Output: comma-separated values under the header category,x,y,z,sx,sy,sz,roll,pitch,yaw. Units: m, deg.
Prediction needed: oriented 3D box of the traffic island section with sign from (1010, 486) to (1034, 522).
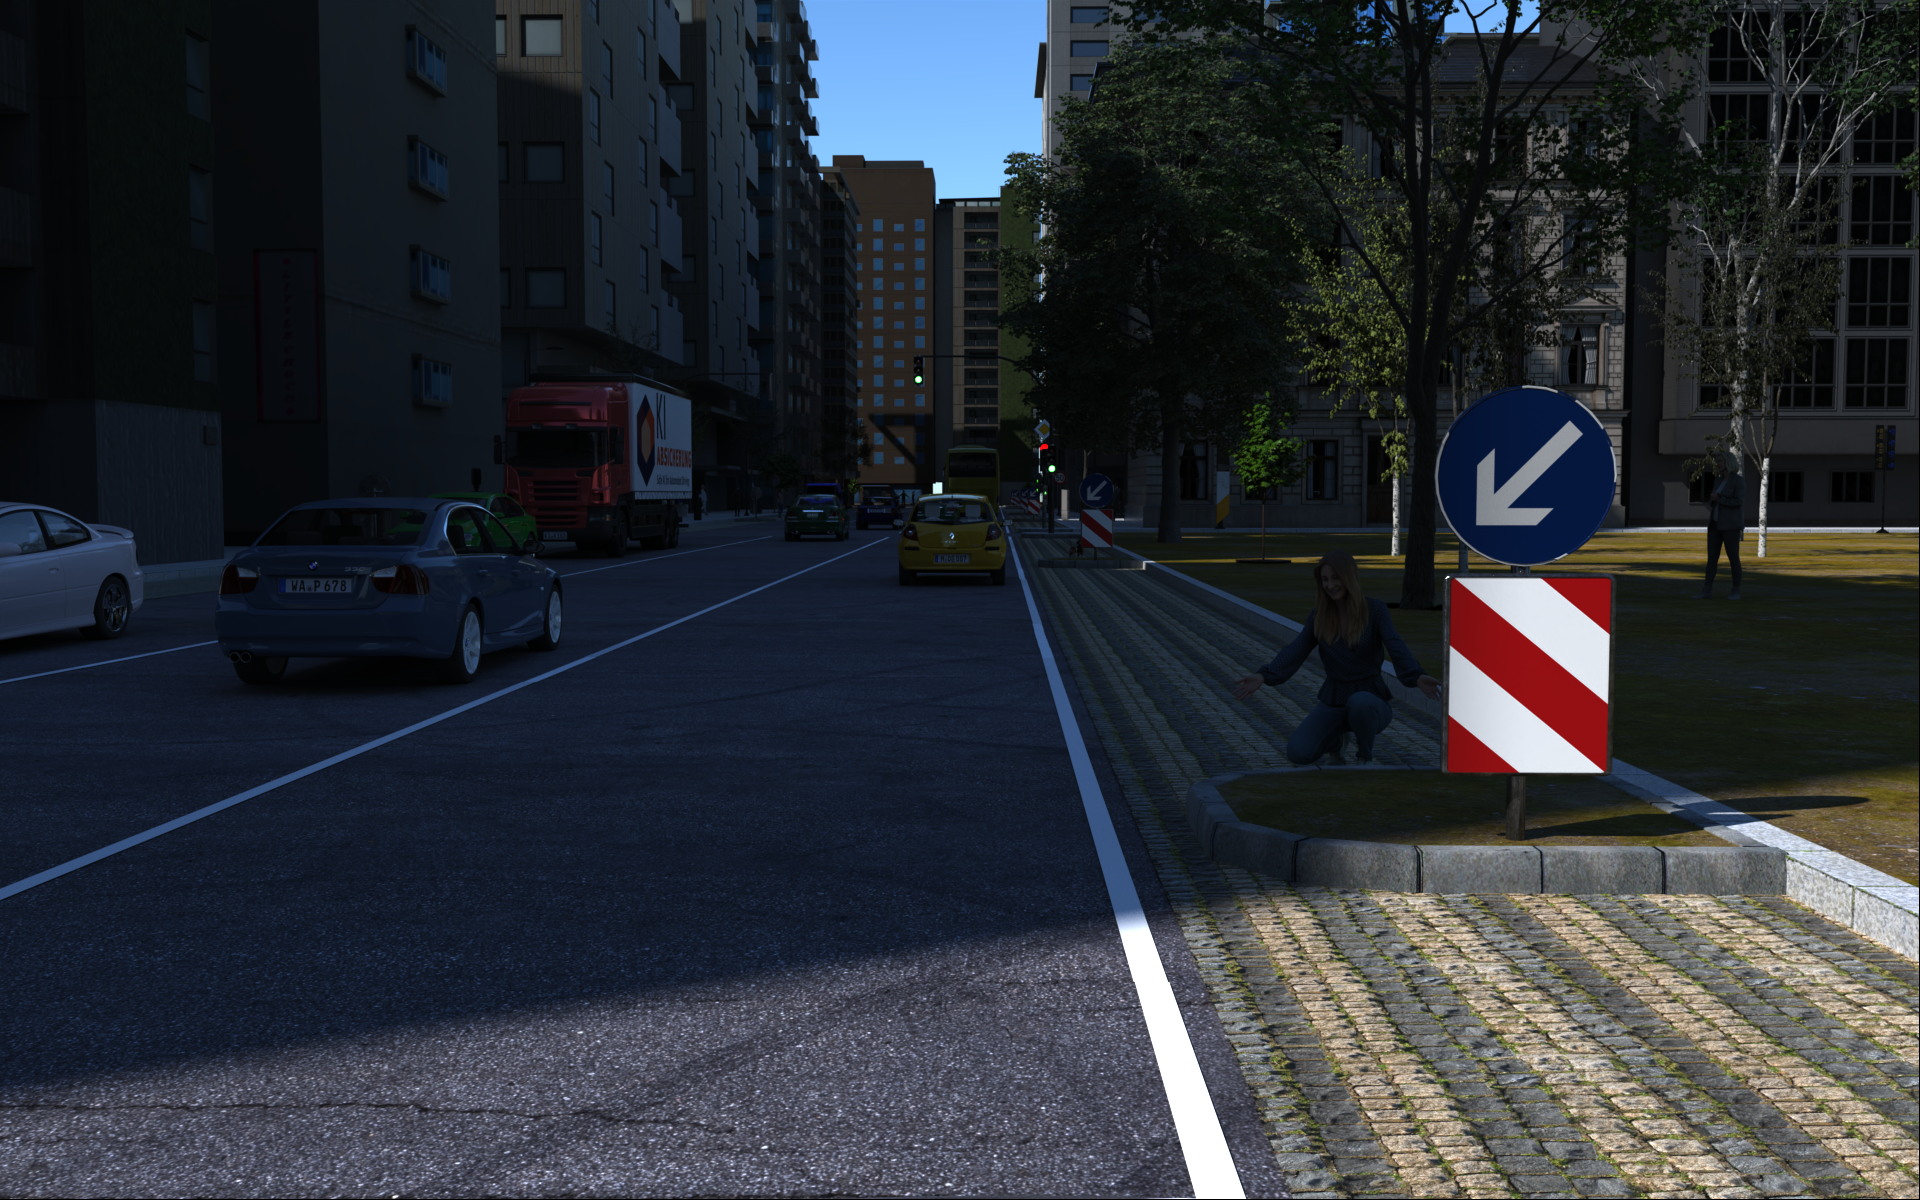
category,x,y,z,sx,sy,sz,roll,pitch,yaw
traffic island section with sign,3.700,-4.959,89.703,1.989,1.847,2.006,0,4,1

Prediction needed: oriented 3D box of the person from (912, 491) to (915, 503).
category,x,y,z,sx,sy,sz,roll,pitch,yaw
person,-4.661,-9.829,170.001,0.445,1.727,0.742,-2,4,-30

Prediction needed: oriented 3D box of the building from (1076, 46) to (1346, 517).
category,x,y,z,sx,sy,sz,roll,pitch,yaw
building,14.594,-18.911,102.698,14.314,27.812,24.014,0,4,1

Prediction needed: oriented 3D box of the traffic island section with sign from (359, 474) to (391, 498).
category,x,y,z,sx,sy,sz,roll,pitch,yaw
traffic island section with sign,-11.770,-1.575,34.385,1.989,1.847,2.006,0,4,1

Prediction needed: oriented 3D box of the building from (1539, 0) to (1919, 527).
category,x,y,z,sx,sy,sz,roll,pitch,yaw
building,37.803,-16.982,71.169,24.014,27.812,14.314,0,4,1

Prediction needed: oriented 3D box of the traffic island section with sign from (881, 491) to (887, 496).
category,x,y,z,sx,sy,sz,roll,pitch,yaw
traffic island section with sign,-8.454,-11.336,193.976,1.989,1.847,2.006,0,4,1

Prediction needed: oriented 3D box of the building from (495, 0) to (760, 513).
category,x,y,z,sx,sy,sz,roll,pitch,yaw
building,-29.176,-32.649,123.047,28.713,52.752,27.495,0,4,1

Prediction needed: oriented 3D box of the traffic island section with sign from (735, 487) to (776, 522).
category,x,y,z,sx,sy,sz,roll,pitch,yaw
traffic island section with sign,-10.619,-4.989,90.193,1.989,1.847,2.006,0,4,1

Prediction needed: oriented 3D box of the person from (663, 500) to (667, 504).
category,x,y,z,sx,sy,sz,roll,pitch,yaw
person,-14.473,-4.525,84.707,0.352,1.250,0.332,2,4,23

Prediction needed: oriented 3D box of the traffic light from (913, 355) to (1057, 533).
category,x,y,z,sx,sy,sz,roll,pitch,yaw
traffic light,0.874,-5.013,56.622,4.771,5.953,1.251,0,4,1

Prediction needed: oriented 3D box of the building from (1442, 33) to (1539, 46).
category,x,y,z,sx,sy,sz,roll,pitch,yaw
building,63.790,-37.302,199.119,27.495,52.752,28.713,0,4,1

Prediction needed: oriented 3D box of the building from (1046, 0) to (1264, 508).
category,x,y,z,sx,sy,sz,roll,pitch,yaw
building,19.015,-38.483,171.193,21.231,58.520,28.212,0,4,1

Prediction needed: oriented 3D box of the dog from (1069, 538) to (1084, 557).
category,x,y,z,sx,sy,sz,roll,pitch,yaw
dog,2.433,-1.038,36.252,0.406,0.507,0.540,0,4,-7

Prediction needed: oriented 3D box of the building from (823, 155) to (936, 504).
category,x,y,z,sx,sy,sz,roll,pitch,yaw
building,-10.475,-35.571,231.690,14.200,45.320,14.600,0,4,1

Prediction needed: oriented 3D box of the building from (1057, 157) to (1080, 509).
category,x,y,z,sx,sy,sz,roll,pitch,yaw
building,15.471,-23.199,150.997,14.160,30.474,14.107,0,4,1

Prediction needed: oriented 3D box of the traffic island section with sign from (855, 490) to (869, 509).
category,x,y,z,sx,sy,sz,roll,pitch,yaw
traffic island section with sign,-9.022,-9.678,166.856,1.989,1.847,2.006,0,4,1

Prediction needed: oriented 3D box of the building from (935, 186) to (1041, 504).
category,x,y,z,sx,sy,sz,roll,pitch,yaw
building,3.675,-33.543,232.021,14.086,41.232,14.154,0,4,1

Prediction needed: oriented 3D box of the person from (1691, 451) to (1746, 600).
category,x,y,z,sx,sy,sz,roll,pitch,yaw
person,9.252,-0.903,20.998,0.526,1.800,0.537,-1,4,-10

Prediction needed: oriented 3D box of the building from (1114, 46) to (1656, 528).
category,x,y,z,sx,sy,sz,roll,pitch,yaw
building,16.111,-12.541,69.666,19.286,19.102,10.561,0,4,1

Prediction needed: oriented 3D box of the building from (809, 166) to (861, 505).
category,x,y,z,sx,sy,sz,roll,pitch,yaw
building,-23.838,-31.006,198.831,23.993,40.220,32.217,0,4,1

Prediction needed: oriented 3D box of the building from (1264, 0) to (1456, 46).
category,x,y,z,sx,sy,sz,roll,pitch,yaw
building,52.090,-56.247,232.305,31.000,86.520,22.319,0,4,1

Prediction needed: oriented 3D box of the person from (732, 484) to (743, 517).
category,x,y,z,sx,sy,sz,roll,pitch,yaw
person,-12.714,-5.696,98.958,0.659,1.850,0.755,0,4,-6

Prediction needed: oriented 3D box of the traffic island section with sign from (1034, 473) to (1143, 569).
category,x,y,z,sx,sy,sz,roll,pitch,yaw
traffic island section with sign,2.535,-1.555,34.058,1.989,1.847,2.006,0,4,1

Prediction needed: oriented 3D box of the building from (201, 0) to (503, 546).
category,x,y,z,sx,sy,sz,roll,pitch,yaw
building,-25.825,-25.797,45.486,21.600,48.544,21.300,0,4,1

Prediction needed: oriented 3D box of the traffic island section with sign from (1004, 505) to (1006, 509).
category,x,y,z,sx,sy,sz,roll,pitch,yaw
traffic island section with sign,5.299,-9.659,166.549,1.989,1.847,2.006,0,4,1

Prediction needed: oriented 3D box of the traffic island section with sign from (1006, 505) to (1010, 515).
category,x,y,z,sx,sy,sz,roll,pitch,yaw
traffic island section with sign,4.264,-6.628,117.002,1.989,1.847,2.006,0,4,1

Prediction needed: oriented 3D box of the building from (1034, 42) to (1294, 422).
category,x,y,z,sx,sy,sz,roll,pitch,yaw
building,23.151,-37.312,199.297,28.713,52.752,27.495,0,4,1

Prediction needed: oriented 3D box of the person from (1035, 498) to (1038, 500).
category,x,y,z,sx,sy,sz,roll,pitch,yaw
person,7.345,-9.860,168.075,0.721,1.723,1.217,-1,4,-16

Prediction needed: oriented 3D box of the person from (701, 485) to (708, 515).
category,x,y,z,sx,sy,sz,roll,pitch,yaw
person,-15.465,-6.001,104.034,0.818,1.842,0.514,-2,4,-29

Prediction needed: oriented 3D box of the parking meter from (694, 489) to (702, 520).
category,x,y,z,sx,sy,sz,roll,pitch,yaw
parking meter,-12.856,-4.674,84.837,0.372,1.533,0.369,0,3,0

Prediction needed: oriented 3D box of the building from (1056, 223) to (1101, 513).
category,x,y,z,sx,sy,sz,roll,pitch,yaw
building,14.080,-17.441,126.952,13.314,21.916,24.055,0,4,1

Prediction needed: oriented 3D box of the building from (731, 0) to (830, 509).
category,x,y,z,sx,sy,sz,roll,pitch,yaw
building,-24.471,-32.773,155.453,23.786,49.044,30.456,0,4,1

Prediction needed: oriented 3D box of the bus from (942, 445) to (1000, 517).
category,x,y,z,sx,sy,sz,roll,pitch,yaw
bus,0.531,-5.831,86.887,2.896,3.916,12.252,0,4,0

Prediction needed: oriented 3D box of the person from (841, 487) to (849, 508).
category,x,y,z,sx,sy,sz,roll,pitch,yaw
person,-7.470,-6.292,110.731,0.648,1.900,0.474,-1,4,-22

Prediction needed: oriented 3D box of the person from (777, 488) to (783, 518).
category,x,y,z,sx,sy,sz,roll,pitch,yaw
person,-10.730,-5.803,103.381,0.388,1.821,0.555,-3,5,-42

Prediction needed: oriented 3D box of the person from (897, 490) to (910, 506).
category,x,y,z,sx,sy,sz,roll,pitch,yaw
person,-5.991,-10.740,183.722,1.348,1.869,0.705,0,4,6

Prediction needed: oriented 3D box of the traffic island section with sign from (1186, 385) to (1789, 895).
category,x,y,z,sx,sy,sz,roll,pitch,yaw
traffic island section with sign,1.977,0.093,7.109,1.989,1.847,2.006,0,4,1

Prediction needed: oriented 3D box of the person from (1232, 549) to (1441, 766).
category,x,y,z,sx,sy,sz,roll,pitch,yaw
person,1.993,0.322,8.728,1.012,1.151,0.738,3,4,36

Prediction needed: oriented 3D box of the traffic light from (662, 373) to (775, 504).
category,x,y,z,sx,sy,sz,roll,pitch,yaw
traffic light,-9.332,-5.524,64.981,4.771,5.953,1.251,0,4,1

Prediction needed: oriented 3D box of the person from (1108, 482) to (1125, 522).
category,x,y,z,sx,sy,sz,roll,pitch,yaw
person,7.354,-4.581,80.906,0.822,1.834,0.622,1,4,20

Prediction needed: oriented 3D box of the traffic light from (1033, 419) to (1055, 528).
category,x,y,z,sx,sy,sz,roll,pitch,yaw
traffic light,3.133,-4.635,64.704,0.839,4.253,0.868,0,4,1

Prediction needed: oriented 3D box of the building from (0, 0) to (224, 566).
category,x,y,z,sx,sy,sz,roll,pitch,yaw
building,-21.713,-15.592,26.632,14.160,30.474,14.107,0,4,1

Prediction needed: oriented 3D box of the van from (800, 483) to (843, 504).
category,x,y,z,sx,sy,sz,roll,pitch,yaw
van,-7.422,-5.462,93.694,2.240,2.365,5.245,0,4,-1
